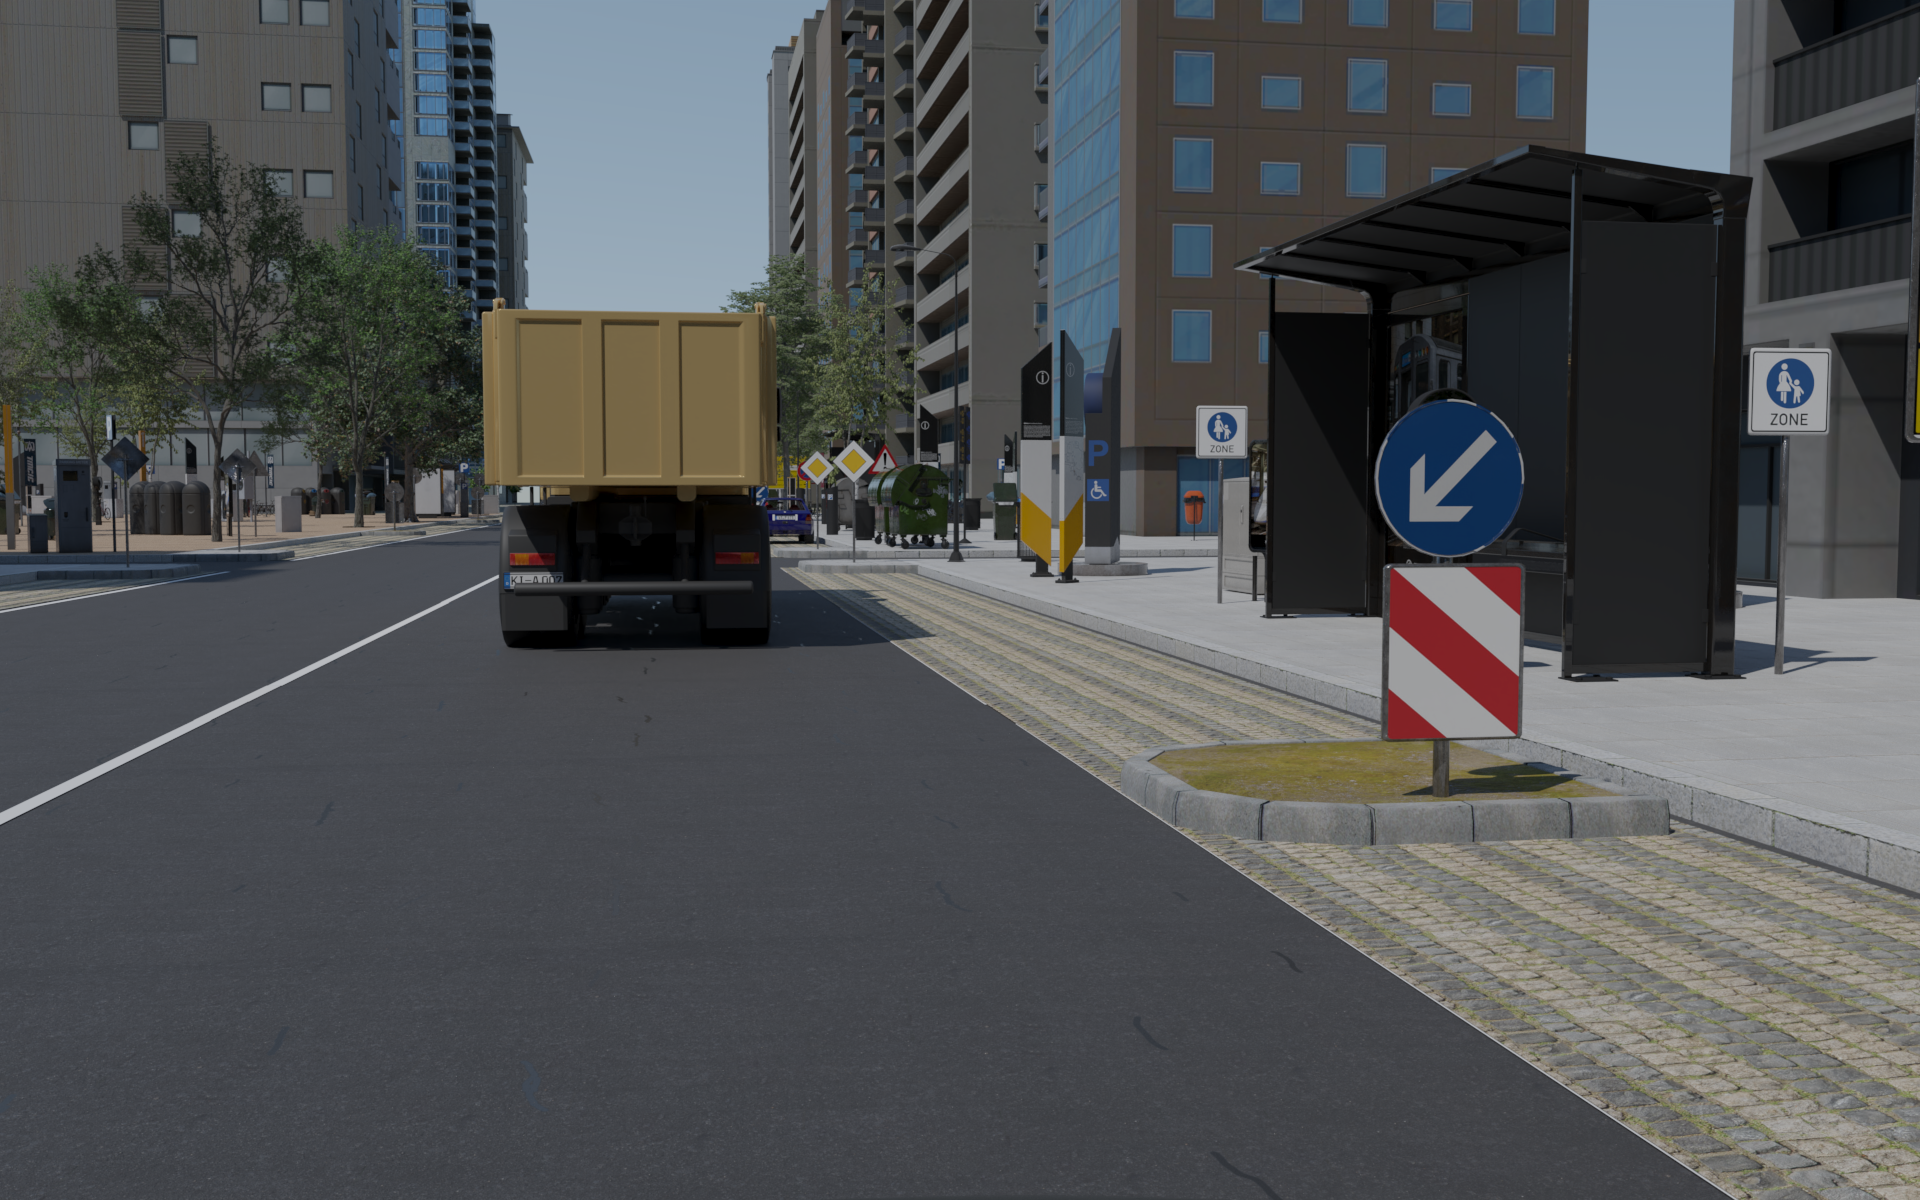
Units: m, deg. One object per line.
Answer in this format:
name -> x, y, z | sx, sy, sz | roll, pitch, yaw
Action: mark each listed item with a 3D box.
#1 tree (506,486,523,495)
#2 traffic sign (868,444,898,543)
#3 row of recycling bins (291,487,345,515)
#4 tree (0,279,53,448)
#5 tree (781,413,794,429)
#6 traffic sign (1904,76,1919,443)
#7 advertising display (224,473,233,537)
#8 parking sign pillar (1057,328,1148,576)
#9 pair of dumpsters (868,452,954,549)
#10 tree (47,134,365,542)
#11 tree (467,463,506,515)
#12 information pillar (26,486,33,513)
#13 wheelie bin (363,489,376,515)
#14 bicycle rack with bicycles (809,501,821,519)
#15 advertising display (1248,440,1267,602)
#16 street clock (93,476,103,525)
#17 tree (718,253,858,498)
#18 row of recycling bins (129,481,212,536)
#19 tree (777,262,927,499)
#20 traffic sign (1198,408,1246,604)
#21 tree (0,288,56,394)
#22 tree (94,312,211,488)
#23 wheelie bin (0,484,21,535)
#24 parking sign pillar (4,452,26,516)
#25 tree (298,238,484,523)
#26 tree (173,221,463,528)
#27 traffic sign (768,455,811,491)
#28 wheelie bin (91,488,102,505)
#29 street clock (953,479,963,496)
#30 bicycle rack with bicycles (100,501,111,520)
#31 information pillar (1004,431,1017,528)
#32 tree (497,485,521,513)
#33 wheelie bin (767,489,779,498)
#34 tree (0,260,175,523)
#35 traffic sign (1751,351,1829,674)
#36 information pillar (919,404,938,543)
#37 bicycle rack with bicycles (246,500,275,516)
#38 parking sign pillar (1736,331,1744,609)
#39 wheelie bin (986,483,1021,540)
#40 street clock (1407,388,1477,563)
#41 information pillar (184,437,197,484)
tree -> -34.364, -8.524, 133.974 | 1.663, 3.219, 1.824 | 0, 3, 0
traffic sign -> -1.958, -2.774, 45.353 | 0.884, 2.594, 0.081 | 0, 4, -2
row of recycling bins -> -39.974, -6.155, 107.744 | 1.069, 1.692, 3.534 | 3, 4, 37
tree -> -32.415, -6.562, 57.644 | 4.737, 8.622, 4.395 | 0, 3, 0
tree -> -16.671, -13.563, 132.122 | 12.009, 13.543, 11.850 | 0, 3, 0
traffic sign -> 5.758, -0.899, 8.569 | 2.265, 3.308, 0.079 | 0, 4, -3
advertising display -> -22.214, -2.900, 52.626 | 0.123, 1.923, 0.974 | -2, 4, -30
parking sign pillar -> 2.278, -2.390, 27.557 | 1.447, 3.967, 1.447 | 1, 4, 12
pair of dumpsters -> -1.206, -2.418, 42.020 | 1.574, 2.255, 4.437 | -1, 4, -10
tree -> -19.923, -6.816, 45.856 | 8.767, 10.594, 7.601 | -1, 4, -10
tree -> -29.657, -6.907, 107.535 | 1.663, 3.219, 1.824 | 0, 3, 0
information pillar -> -52.765, -5.732, 98.204 | 0.304, 2.012, 0.304 | -3, 4, -38
wheelie bin -> -35.736, -5.916, 104.634 | 0.980, 1.594, 0.693 | 1, 4, 9
bicycle rack with bicycles -> -7.028, -5.354, 100.919 | 2.925, 0.926, 2.852 | -1, 4, -11
advertising display -> 3.734, -0.924, 20.319 | 0.123, 1.923, 0.974 | -2, 4, -28
street clock -> -35.445, -4.077, 71.228 | 0.358, 2.002, 0.471 | 0, 4, -5
tree -> -8.381, -10.007, 81.746 | 7.486, 12.596, 7.792 | 0, 3, 0
row of recycling bins -> -24.842, -2.893, 54.410 | 3.534, 1.692, 1.069 | 2, 4, 32
tree -> -3.251, -6.444, 55.714 | 4.737, 8.622, 4.395 | 0, 3, 0
traffic sign -> 3.041, -1.106, 20.210 | 0.606, 2.300, 0.079 | 0, 4, -7
tree -> -29.413, -6.172, 51.277 | 4.360, 8.622, 3.978 | 0, 3, 0
tree -> -30.972, -7.087, 66.240 | 4.737, 8.622, 4.395 | 0, 3, 0
wheelie bin -> -30.059, -2.852, 54.546 | 0.693, 1.594, 0.980 | 0, 4, -5
parking sign pillar -> -56.350, -7.040, 103.574 | 1.447, 3.967, 1.447 | -1, 4, -21
tree -> -24.831, -9.852, 78.086 | 9.611, 12.733, 9.660 | 0, 3, 0
tree -> -22.939, -8.575, 65.962 | 9.928, 11.665, 9.643 | 0, 3, 0
traffic sign -> -8.912, -5.911, 90.515 | 2.265, 3.308, 0.079 | 0, 4, -7
wheelie bin -> -47.634, -5.331, 95.072 | 0.693, 1.594, 0.980 | 2, 4, 26
street clock -> -0.091, -4.784, 82.793 | 0.358, 2.002, 0.471 | 3, 5, 42
bicycle rack with bicycles -> -43.611, -4.413, 85.530 | 2.852, 0.926, 2.925 | -3, 5, -44
information pillar -> 1.923, -4.657, 67.489 | 0.504, 3.616, 0.183 | 3, 4, 38
tree -> -31.273, -10.236, 117.728 | 4.737, 8.622, 4.395 | 0, 3, 0
wheelie bin -> -10.129, -5.163, 92.324 | 0.980, 1.594, 0.693 | -3, 4, -37
tree -> -39.260, -9.321, 78.153 | 9.928, 11.665, 9.643 | 0, 3, 0
traffic sign -> 5.826, -0.619, 12.255 | 0.606, 2.300, 0.079 | 0, 4, -7
information pillar -> -0.817, -3.278, 44.947 | 0.504, 3.616, 0.183 | 0, 4, 5
bicycle rack with bicycles -> -41.627, -5.480, 102.986 | 2.852, 0.926, 2.925 | 3, 5, 41
parking sign pillar -> 8.196, -1.914, 19.772 | 1.447, 3.967, 1.447 | -2, 4, -35
wheelie bin -> 1.210, -2.461, 48.142 | 0.980, 1.594, 0.693 | 0, 4, -6
street clock -> 3.324, -0.452, 11.959 | 0.471, 2.002, 0.358 | 0, 4, -1
information pillar -> -31.665, -4.892, 71.331 | 0.183, 3.616, 0.504 | 2, 4, 34
